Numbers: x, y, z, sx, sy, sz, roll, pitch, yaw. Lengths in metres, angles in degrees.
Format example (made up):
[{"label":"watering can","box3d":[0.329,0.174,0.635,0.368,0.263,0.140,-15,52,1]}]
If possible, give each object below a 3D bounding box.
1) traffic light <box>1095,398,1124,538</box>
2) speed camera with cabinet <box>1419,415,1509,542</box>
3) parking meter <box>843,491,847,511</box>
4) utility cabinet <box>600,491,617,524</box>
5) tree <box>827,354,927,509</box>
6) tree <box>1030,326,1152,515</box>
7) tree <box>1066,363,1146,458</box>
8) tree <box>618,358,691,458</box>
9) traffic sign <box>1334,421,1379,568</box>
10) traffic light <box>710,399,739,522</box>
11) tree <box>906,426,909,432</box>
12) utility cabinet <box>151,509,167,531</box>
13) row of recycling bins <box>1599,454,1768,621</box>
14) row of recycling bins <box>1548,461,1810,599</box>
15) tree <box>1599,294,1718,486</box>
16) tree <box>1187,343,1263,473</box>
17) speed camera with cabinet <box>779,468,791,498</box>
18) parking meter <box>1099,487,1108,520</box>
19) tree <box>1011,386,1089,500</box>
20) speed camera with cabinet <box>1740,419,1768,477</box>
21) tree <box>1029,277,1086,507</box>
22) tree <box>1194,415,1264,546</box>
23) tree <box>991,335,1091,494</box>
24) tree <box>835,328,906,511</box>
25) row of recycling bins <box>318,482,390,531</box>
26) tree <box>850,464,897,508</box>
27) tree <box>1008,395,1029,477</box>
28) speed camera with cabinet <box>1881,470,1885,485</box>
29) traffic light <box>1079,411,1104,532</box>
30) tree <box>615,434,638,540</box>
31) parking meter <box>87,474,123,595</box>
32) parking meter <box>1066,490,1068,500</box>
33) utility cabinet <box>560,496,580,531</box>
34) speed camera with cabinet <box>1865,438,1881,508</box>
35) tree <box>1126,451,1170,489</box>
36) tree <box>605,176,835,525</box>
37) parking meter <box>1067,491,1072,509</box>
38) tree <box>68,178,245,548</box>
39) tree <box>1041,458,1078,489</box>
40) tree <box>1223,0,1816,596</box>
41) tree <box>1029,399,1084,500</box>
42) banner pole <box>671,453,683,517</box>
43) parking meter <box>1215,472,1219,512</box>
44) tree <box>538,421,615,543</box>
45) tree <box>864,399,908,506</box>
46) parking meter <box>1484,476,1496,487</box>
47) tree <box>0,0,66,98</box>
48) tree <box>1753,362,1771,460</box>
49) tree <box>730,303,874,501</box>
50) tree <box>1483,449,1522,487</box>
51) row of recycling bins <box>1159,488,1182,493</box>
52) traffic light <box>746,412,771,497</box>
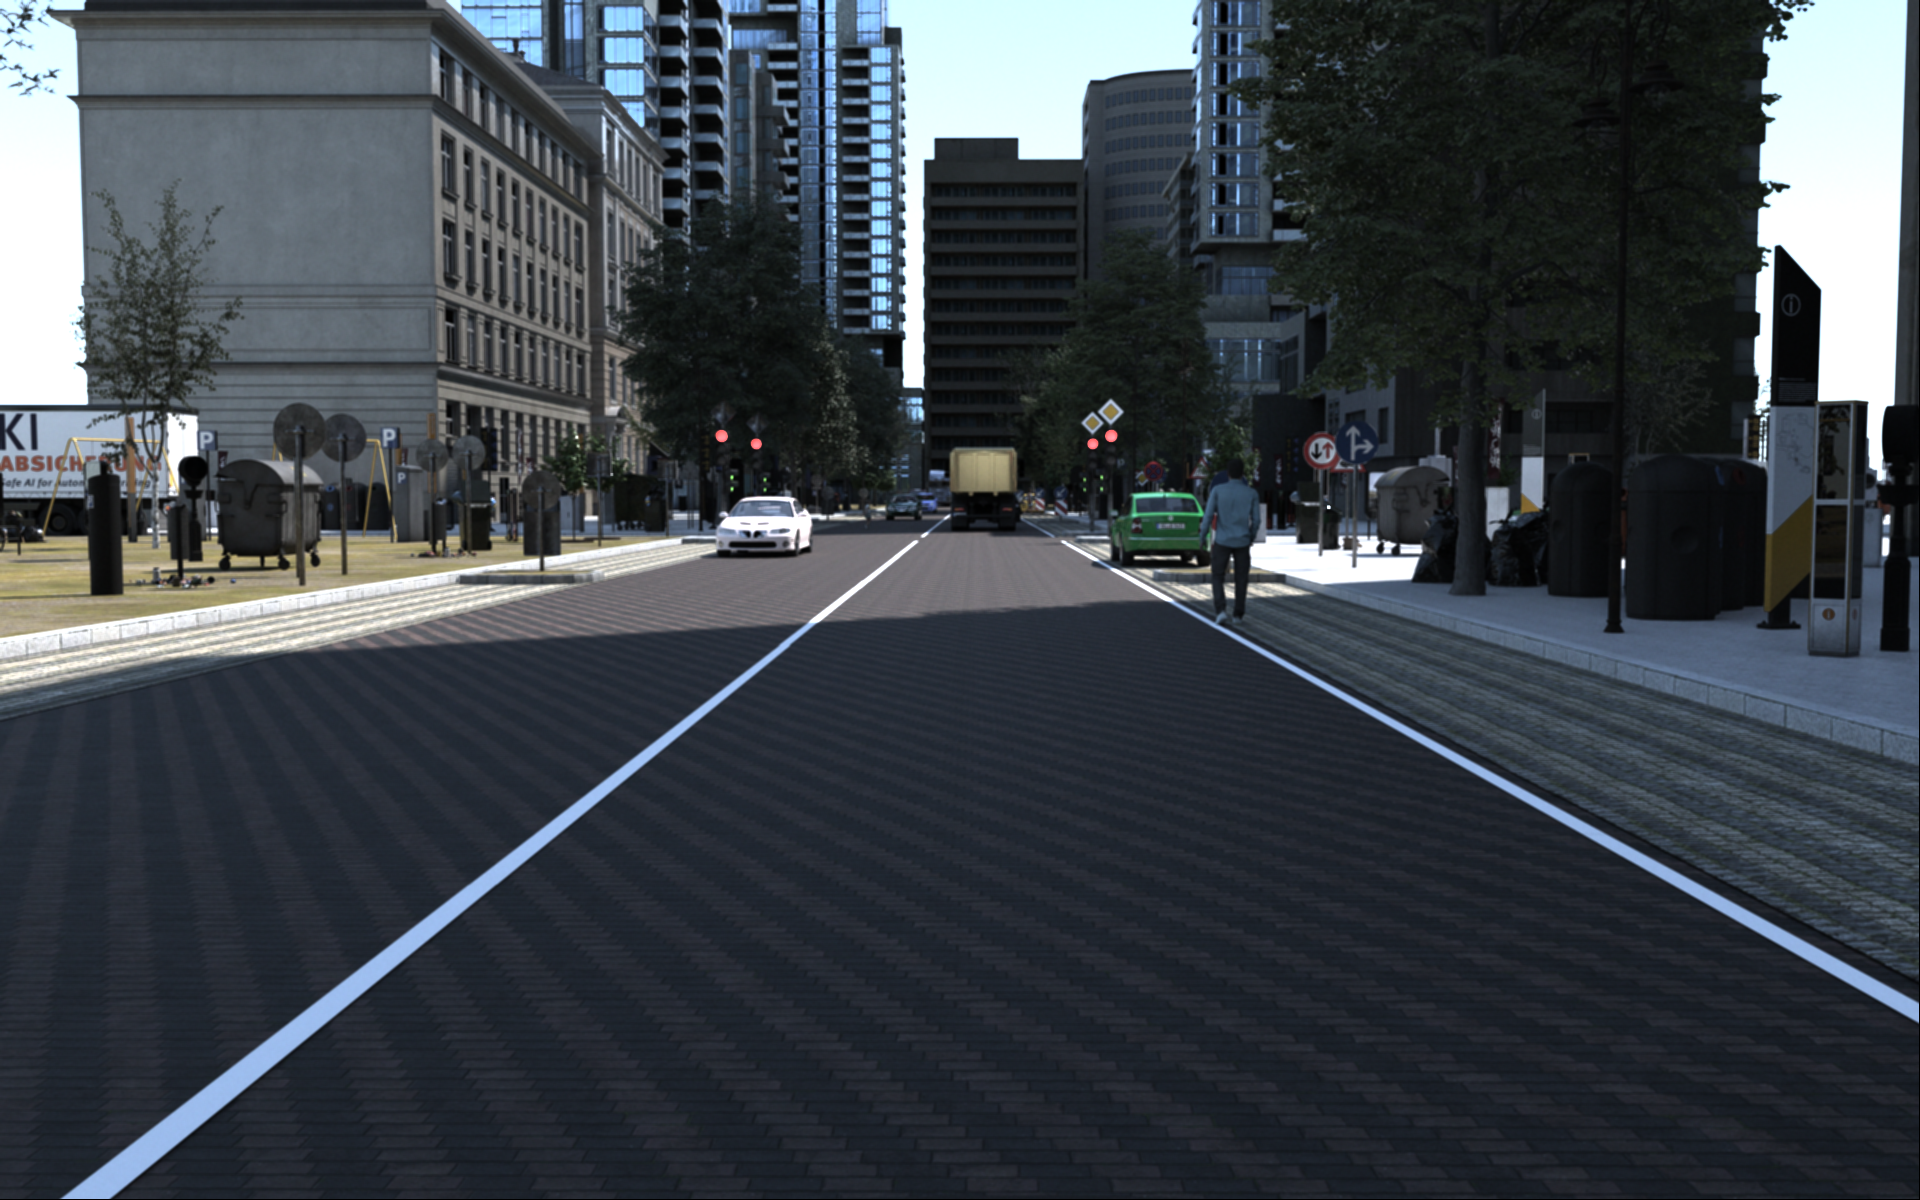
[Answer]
[{"label":"traffic light","box3d":[4.405,-3.794,50.955,0.839,4.253,0.868,0,4,1]},{"label":"speed camera with cabinet","box3d":[12.178,-2.908,41.876,2.038,3.252,0.660,0,4,2]},{"label":"parking meter","box3d":[-8.752,-7.548,131.817,0.372,1.533,0.369,0,3,0]},{"label":"utility cabinet","box3d":[-14.943,-3.963,73.471,0.318,1.500,1.173,1,4,15]},{"label":"tree","box3d":[-8.449,-14.699,150.694,12.009,13.543,11.850,0,3,0]},{"label":"tree","box3d":[8.154,-11.041,106.272,9.928,11.665,9.643,0,3,0]},{"label":"tree","box3d":[8.035,-8.877,95.499,4.360,8.622,3.978,0,3,0]},{"label":"tree","box3d":[-15.752,-8.673,92.163,4.737,8.622,4.395,0,3,0]},{"label":"traffic sign","box3d":[6.875,-1.835,30.110,0.768,2.556,0.104,0,4,1]},{"label":"traffic light","box3d":[-6.956,-3.800,51.046,0.839,4.253,0.868,0,4,1]},{"label":"tree","box3d":[-8.870,-13.902,133.960,9.857,13.997,8.962,0,3,0]},{"label":"utility cabinet","box3d":[-27.212,-3.121,59.711,1.173,1.500,0.318,-3,4,-38]},{"label":"row of recycling bins","box3d":[8.062,-0.725,18.964,1.069,1.692,3.534,2,4,35]},{"label":"row of recycling bins","box3d":[9.207,-0.885,21.581,3.534,1.692,1.069,0,4,8]},{"label":"tree","box3d":[25.855,-7.010,64.969,4.360,8.622,3.978,0,3,0]},{"label":"tree","box3d":[12.751,-8.255,85.330,4.737,8.622,4.395,0,3,0]},{"label":"speed camera with cabinet","box3d":[-13.032,-8.008,125.260,0.660,3.252,2.038,2,4,32]},{"label":"parking meter","box3d":[7.125,-4.917,86.104,0.399,1.863,0.255,3,5,45]},{"label":"tree","box3d":[8.280,-13.177,149.861,7.601,10.594,8.767,1,4,23]},{"label":"speed camera with cabinet","box3d":[20.330,-3.103,45.071,2.038,3.252,0.660,-3,5,-44]},{"label":"tree","box3d":[7.658,-9.498,73.412,7.486,12.596,7.792,0,3,0]},{"label":"tree","box3d":[6.593,-2.940,42.673,1.663,3.219,1.824,0,3,0]},{"label":"tree","box3d":[9.634,-21.322,204.508,12.611,20.169,13.585,0,3,0]},{"label":"tree","box3d":[-9.457,-12.902,117.597,9.857,13.997,8.962,0,3,0]},{"label":"row of recycling bins","box3d":[-21.815,-3.328,61.520,3.534,1.692,1.069,1,4,18]},{"label":"tree","box3d":[-8.937,-10.896,161.866,4.285,4.588,4.351,0,3,0]},{"label":"tree","box3d":[8.704,-15.631,173.699,7.486,12.596,7.792,0,3,0]},{"label":"speed camera with cabinet","box3d":[60.378,-7.362,114.706,0.660,3.252,2.038,-2,4,-23]},{"label":"traffic light","box3d":[4.480,-4.283,58.940,0.839,4.253,0.868,0,4,1]},{"label":"tree","box3d":[-10.232,-3.325,48.965,1.663,3.219,1.824,0,3,0]},{"label":"parking meter","box3d":[-10.881,-0.834,22.051,0.372,1.533,0.369,0,3,0]},{"label":"parking meter","box3d":[8.205,-7.730,132.096,0.255,1.863,0.399,1,4,9]},{"label":"utility cabinet","box3d":[-13.826,-3.070,61.355,0.306,1.237,1.020,-3,4,-38]},{"label":"speed camera with cabinet","box3d":[31.140,-4.075,60.963,2.038,3.252,0.660,2,4,27]},{"label":"tree","box3d":[14.151,-8.958,130.171,4.285,4.588,4.351,0,3,0]},{"label":"tree","box3d":[-9.821,-10.058,71.109,9.857,13.997,8.962,0,3,0]},{"label":"parking meter","box3d":[7.840,-7.052,123.709,0.372,1.533,0.369,0,3,0]},{"label":"tree","box3d":[-19.067,-5.536,40.868,4.360,8.622,3.978,0,3,0]},{"label":"tree","box3d":[8.195,-9.537,139.640,4.285,4.588,4.351,0,3,0]},{"label":"tree","box3d":[6.807,-6.349,21.933,7.486,12.596,7.792,0,3,0]},{"label":"tree","box3d":[7.369,-10.785,126.698,4.737,8.622,4.395,0,3,0]},{"label":"banner pole","box3d":[-15.893,-6.540,96.939,0.863,3.779,0.401,-2,4,-28]},{"label":"parking meter","box3d":[6.857,-2.462,45.959,0.255,1.863,0.399,1,4,13]},{"label":"tree","box3d":[-10.409,-3.145,46.027,1.663,3.219,1.824,0,3,0]},{"label":"tree","box3d":[-9.001,-15.488,178.986,9.928,11.665,9.643,0,3,0]},{"label":"parking meter","box3d":[15.702,-2.791,51.351,0.255,1.863,0.399,0,4,-4]},{"label":"tree","box3d":[-9.346,-6.149,10.912,12.009,13.543,11.850,0,3,0]},{"label":"tree","box3d":[34.523,-7.767,77.353,4.737,8.622,4.395,0,3,0]},{"label":"tree","box3d":[-9.812,-11.246,100.876,9.611,12.733,9.660,0,3,0]},{"label":"tree","box3d":[20.364,-4.367,66.008,1.663,3.219,1.824,0,3,0]},{"label":"row of recycling bins","box3d":[14.990,-7.333,127.007,3.534,1.692,1.069,2,4,25]},{"label":"traffic light","box3d":[-6.880,-4.288,59.031,0.839,4.253,0.868,0,4,1]}]
